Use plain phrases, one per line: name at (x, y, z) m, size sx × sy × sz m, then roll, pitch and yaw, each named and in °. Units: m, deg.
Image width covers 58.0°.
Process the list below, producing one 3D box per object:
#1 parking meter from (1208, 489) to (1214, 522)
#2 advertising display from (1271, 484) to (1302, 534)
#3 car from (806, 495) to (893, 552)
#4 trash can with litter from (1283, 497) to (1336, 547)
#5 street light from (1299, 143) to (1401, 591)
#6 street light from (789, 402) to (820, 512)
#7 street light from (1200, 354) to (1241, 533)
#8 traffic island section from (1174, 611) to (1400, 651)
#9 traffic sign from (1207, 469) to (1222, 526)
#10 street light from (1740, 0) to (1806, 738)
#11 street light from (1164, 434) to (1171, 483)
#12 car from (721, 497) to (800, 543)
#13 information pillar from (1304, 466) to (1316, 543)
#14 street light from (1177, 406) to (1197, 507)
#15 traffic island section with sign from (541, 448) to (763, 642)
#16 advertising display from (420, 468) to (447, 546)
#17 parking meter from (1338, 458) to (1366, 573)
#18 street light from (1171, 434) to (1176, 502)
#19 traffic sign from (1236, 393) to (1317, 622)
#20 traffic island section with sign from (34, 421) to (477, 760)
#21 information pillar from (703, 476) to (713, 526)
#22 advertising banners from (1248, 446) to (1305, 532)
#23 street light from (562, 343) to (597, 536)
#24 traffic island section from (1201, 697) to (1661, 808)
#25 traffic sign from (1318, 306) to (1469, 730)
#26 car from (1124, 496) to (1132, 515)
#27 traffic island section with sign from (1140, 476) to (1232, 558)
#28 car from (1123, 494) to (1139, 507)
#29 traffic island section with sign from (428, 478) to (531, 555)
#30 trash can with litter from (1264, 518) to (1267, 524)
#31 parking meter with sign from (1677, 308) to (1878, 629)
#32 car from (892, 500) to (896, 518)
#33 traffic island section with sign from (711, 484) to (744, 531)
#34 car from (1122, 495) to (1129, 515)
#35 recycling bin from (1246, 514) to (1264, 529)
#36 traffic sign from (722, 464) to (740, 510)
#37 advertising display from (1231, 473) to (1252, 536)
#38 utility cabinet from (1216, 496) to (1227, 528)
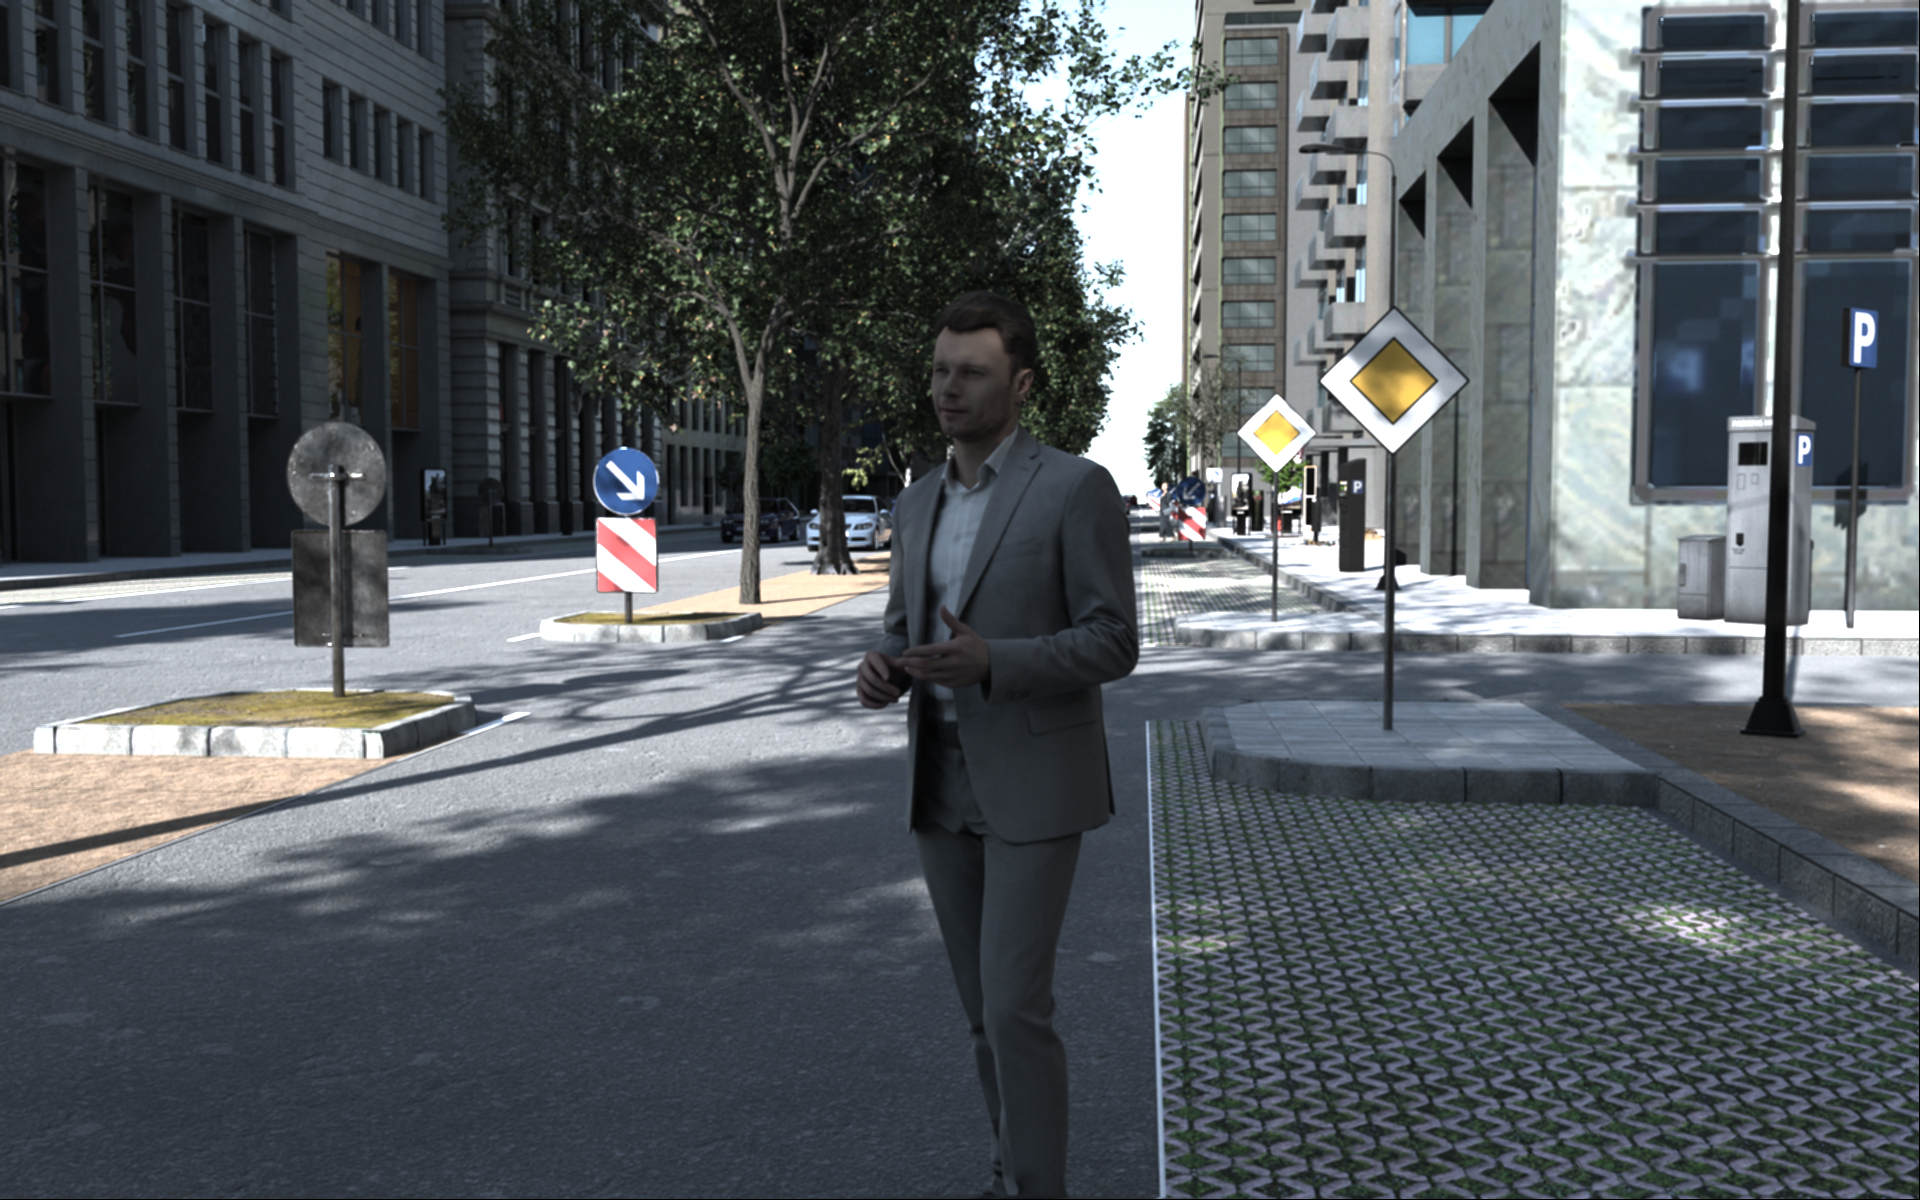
parking meter at (11.663, -4.392, 80.225) m, size 0.372 × 1.533 × 0.369 m, roll 0°, pitch 3°, yaw 0°
advertising display at (10.482, -3.081, 55.582) m, size 0.974 × 1.923 × 0.123 m, roll 1°, pitch 4°, yaw 14°
car at (-2.764, -1.998, 44.663) m, size 2.014 × 1.417 × 4.499 m, roll 0°, pitch 4°, yaw 6°
trash can with litter at (8.774, -1.951, 42.964) m, size 1.678 × 1.210 × 2.233 m, roll 0°, pitch 4°, yaw 5°
street light at (5.182, -3.088, 23.038) m, size 1.470 × 5.913 × 1.316 m, roll 0°, pitch 4°, yaw 6°
street light at (-8.083, -7.047, 87.758) m, size 1.470 × 5.913 × 1.316 m, roll 0°, pitch 4°, yaw 6°
street light at (8.745, -5.205, 57.642) m, size 1.470 × 5.913 × 1.316 m, roll 0°, pitch 4°, yaw 6°
traffic island section at (3.176, 0.299, 17.386) m, size 2.009 × 0.180 × 2.903 m, roll 0°, pitch 4°, yaw 6°
traffic sign at (10.166, -4.100, 69.169) m, size 0.606 × 2.300 × 0.079 m, roll 1°, pitch 4°, yaw 9°
street light at (3.819, -2.240, 9.165) m, size 1.470 × 5.913 × 1.316 m, roll 0°, pitch 4°, yaw 6°
street light at (16.663, -9.841, 133.433) m, size 1.470 × 5.913 × 1.316 m, roll 0°, pitch 4°, yaw 6°
car at (-5.964, -2.408, 51.945) m, size 1.945 × 1.354 × 3.894 m, roll 0°, pitch 4°, yaw 7°
information pillar at (9.227, -2.519, 45.671) m, size 0.304 × 2.012 × 0.304 m, roll 1°, pitch 4°, yaw 9°
street light at (12.348, -7.299, 91.873) m, size 1.470 × 5.913 × 1.316 m, roll 0°, pitch 4°, yaw 6°
traffic island section with sign at (-3.219, -0.585, 17.706) m, size 2.006 × 1.907 × 1.989 m, roll 0°, pitch 4°, yaw 6°
advertising display at (-13.092, -2.317, 43.096) m, size 0.123 × 1.923 × 0.974 m, roll 1°, pitch 4°, yaw 17°
parking meter at (6.417, -1.386, 28.375) m, size 0.399 × 1.863 × 0.255 m, roll -2°, pitch 4°, yaw -25°
street light at (12.916, -7.706, 98.542) m, size 1.470 × 5.913 × 1.316 m, roll 0°, pitch 4°, yaw 6°
traffic sign at (3.152, -0.836, 17.311) m, size 0.795 × 2.450 × 0.064 m, roll 0°, pitch 4°, yaw 6°
traffic island section with sign at (-3.993, -0.135, 10.339) m, size 2.006 × 1.907 × 1.989 m, roll 0°, pitch 4°, yaw 6°
information pillar at (-10.239, -4.027, 70.339) m, size 0.304 × 2.012 × 0.304 m, roll 1°, pitch 4°, yaw 13°
advertising banners at (10.811, -3.844, 59.043) m, size 2.074 × 3.025 × 0.090 m, roll -1°, pitch 4°, yaw -14°
street light at (-11.660, -4.953, 53.525) m, size 1.470 × 5.913 × 1.316 m, roll 0°, pitch 4°, yaw 6°
traffic island section at (2.352, 0.785, 9.443) m, size 2.009 × 0.180 × 2.903 m, roll 0°, pitch 4°, yaw 6°
traffic sign at (2.328, -0.350, 9.369) m, size 0.795 × 2.450 × 0.064 m, roll 0°, pitch 4°, yaw 6°
car at (10.989, -6.615, 120.731) m, size 1.945 × 1.354 × 3.894 m, roll 0°, pitch 4°, yaw 5°
traffic island section with sign at (5.146, -1.887, 39.488) m, size 1.989 × 1.847 × 2.006 m, roll 0°, pitch 4°, yaw 6°
car at (19.085, -11.369, 194.925) m, size 2.155 × 1.783 × 4.494 m, roll 0°, pitch 4°, yaw 5°
traffic island section with sign at (-11.410, -2.009, 41.479) m, size 1.989 × 1.847 × 2.006 m, roll 0°, pitch 4°, yaw 6°
trash can with litter at (12.692, -3.826, 73.944) m, size 0.624 × 1.170 × 1.055 m, roll -2°, pitch 4°, yaw -32°
parking meter with sign at (7.993, -1.274, 17.091) m, size 0.543 × 3.016 × 1.738 m, roll -3°, pitch 4°, yaw -38°
car at (-2.583, -5.007, 91.448) m, size 1.945 × 1.707 × 3.694 m, roll 0°, pitch 4°, yaw 5°
traffic island section with sign at (-8.628, -3.649, 68.291) m, size 1.989 × 1.847 × 2.006 m, roll 0°, pitch 4°, yaw 6°
car at (10.342, -6.381, 116.334) m, size 2.014 × 1.417 × 4.499 m, roll 0°, pitch 4°, yaw 7°
recycling bin at (10.869, -3.189, 64.693) m, size 0.722 × 1.027 × 0.722 m, roll -2°, pitch 4°, yaw -28°
traffic sign at (-9.752, -4.503, 73.725) m, size 0.768 × 2.556 × 0.104 m, roll 1°, pitch 4°, yaw 10°
advertising display at (8.665, -2.940, 53.291) m, size 0.123 × 1.923 × 0.974 m, roll -2°, pitch 4°, yaw -24°
utility cabinet at (10.031, -3.380, 66.420) m, size 0.306 × 1.237 × 1.020 m, roll 1°, pitch 4°, yaw 15°
